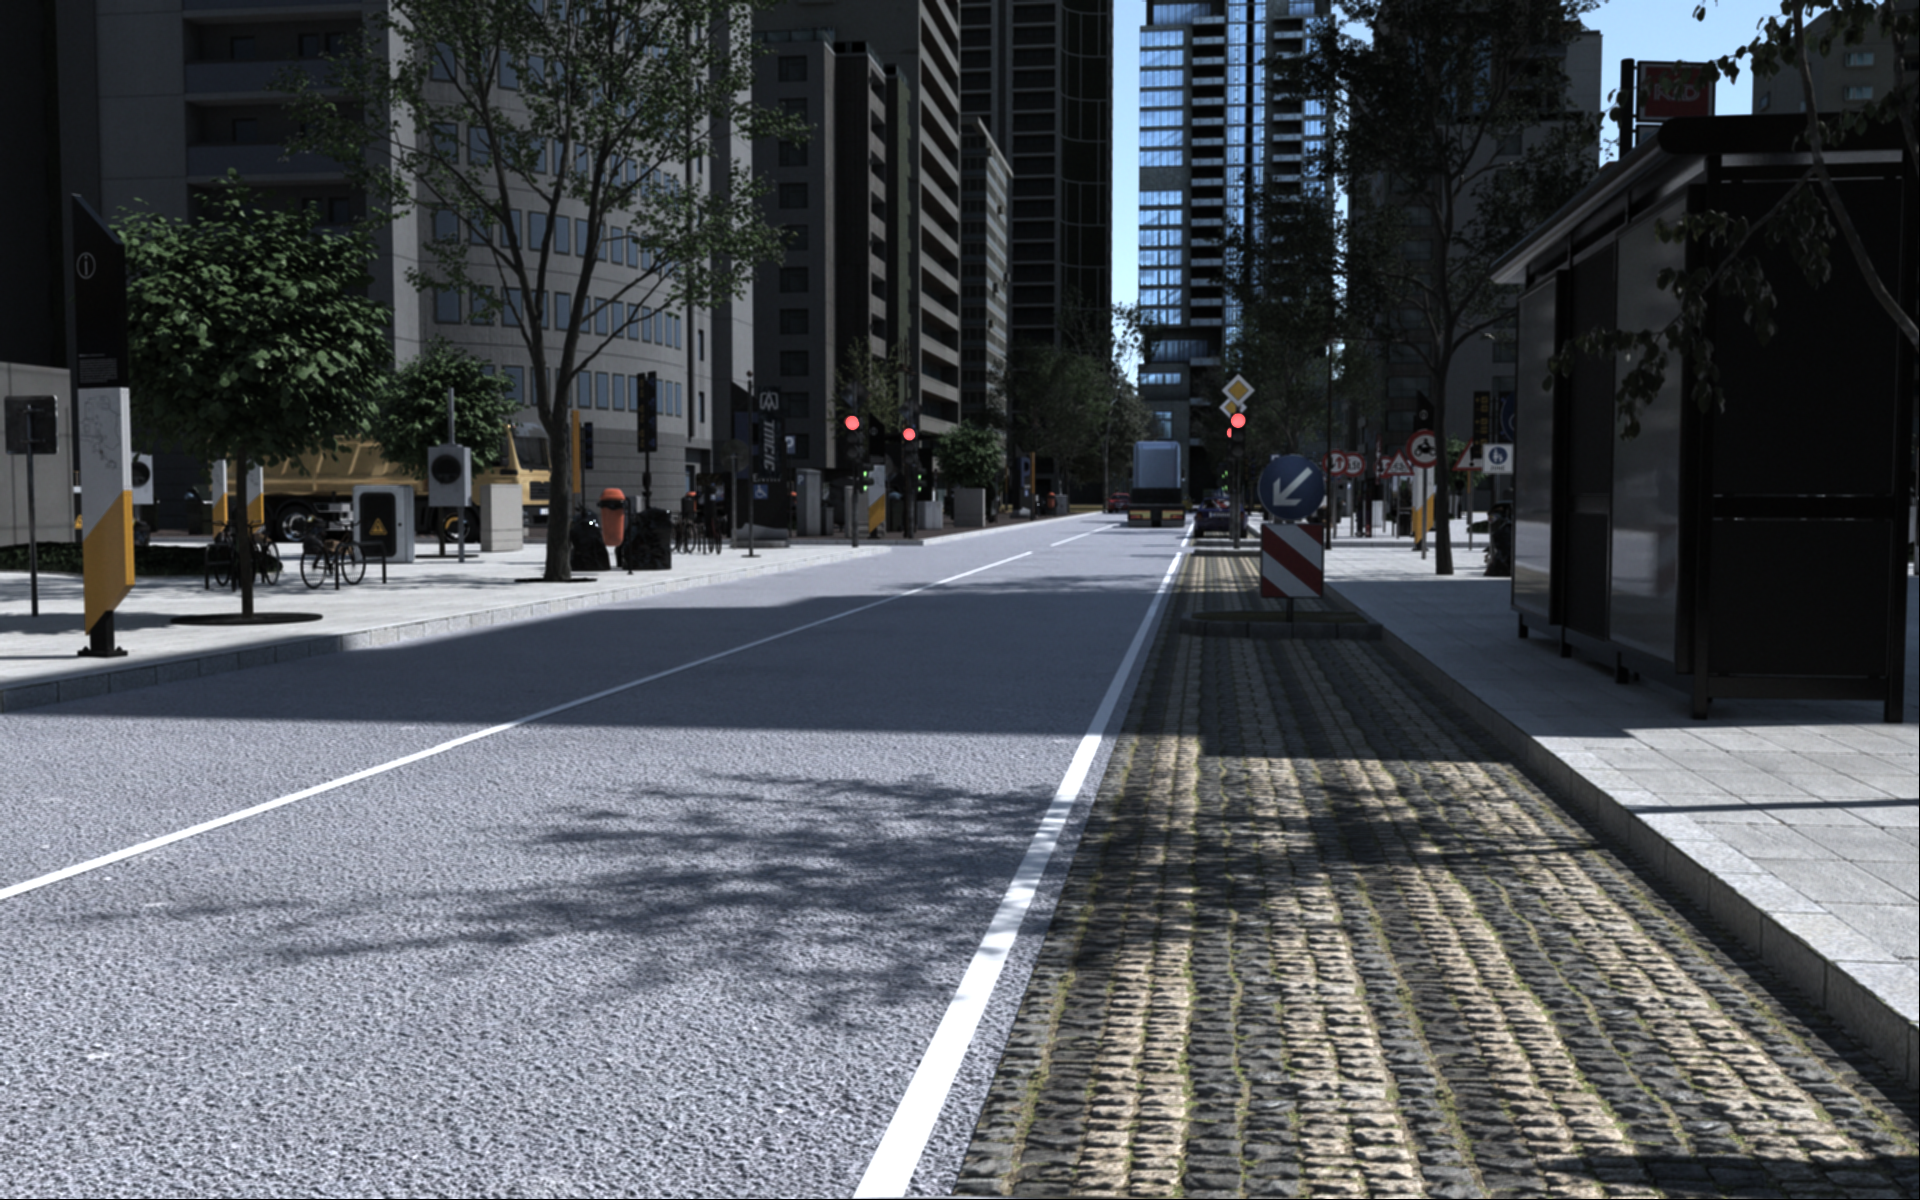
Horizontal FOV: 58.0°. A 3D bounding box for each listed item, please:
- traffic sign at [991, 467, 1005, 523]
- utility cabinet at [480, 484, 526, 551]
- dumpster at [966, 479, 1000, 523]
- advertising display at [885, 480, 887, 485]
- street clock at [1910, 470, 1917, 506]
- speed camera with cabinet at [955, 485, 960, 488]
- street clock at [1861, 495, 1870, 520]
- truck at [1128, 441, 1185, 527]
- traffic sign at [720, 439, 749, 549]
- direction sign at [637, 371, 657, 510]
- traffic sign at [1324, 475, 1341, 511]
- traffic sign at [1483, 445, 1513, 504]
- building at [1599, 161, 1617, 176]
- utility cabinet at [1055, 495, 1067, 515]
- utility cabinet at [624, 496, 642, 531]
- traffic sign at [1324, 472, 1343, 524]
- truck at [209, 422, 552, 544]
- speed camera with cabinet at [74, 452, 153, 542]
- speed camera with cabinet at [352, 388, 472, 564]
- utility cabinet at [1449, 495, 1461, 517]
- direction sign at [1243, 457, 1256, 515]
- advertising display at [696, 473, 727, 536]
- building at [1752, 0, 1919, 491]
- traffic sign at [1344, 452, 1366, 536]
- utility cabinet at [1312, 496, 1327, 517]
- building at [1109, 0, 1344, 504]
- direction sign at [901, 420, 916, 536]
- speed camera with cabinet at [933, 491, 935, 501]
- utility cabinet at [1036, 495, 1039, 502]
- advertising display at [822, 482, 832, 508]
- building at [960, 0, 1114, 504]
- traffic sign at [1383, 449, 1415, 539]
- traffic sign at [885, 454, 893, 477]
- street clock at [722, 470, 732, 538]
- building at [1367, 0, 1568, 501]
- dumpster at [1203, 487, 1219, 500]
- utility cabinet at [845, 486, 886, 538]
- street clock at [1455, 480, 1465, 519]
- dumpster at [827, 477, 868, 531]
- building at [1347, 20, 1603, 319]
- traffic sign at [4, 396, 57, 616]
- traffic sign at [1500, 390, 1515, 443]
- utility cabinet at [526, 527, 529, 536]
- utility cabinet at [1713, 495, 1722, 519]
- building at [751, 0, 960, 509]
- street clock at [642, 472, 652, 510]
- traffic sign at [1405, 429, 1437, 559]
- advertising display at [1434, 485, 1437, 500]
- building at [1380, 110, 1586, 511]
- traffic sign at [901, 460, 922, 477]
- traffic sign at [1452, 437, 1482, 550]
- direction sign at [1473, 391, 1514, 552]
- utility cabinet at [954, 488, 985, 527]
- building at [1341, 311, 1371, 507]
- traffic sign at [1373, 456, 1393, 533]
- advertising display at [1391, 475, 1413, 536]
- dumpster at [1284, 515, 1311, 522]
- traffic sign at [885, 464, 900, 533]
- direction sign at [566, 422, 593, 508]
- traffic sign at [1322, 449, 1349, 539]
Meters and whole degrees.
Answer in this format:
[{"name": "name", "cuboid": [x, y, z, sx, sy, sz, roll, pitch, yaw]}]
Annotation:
[{"name": "traffic sign", "cuboid": [1.596, -4.648, 76.107, 0.768, 2.556, 0.104, 1, 4, 14]}, {"name": "utility cabinet", "cuboid": [-10.240, -1.834, 38.657, 0.318, 1.500, 1.173, 1, 4, 21]}, {"name": "dumpster", "cuboid": [0.950, -4.576, 77.312, 1.502, 2.255, 1.985, 1, 4, 8]}, {"name": "advertising display", "cuboid": [-2.672, -3.441, 61.479, 0.123, 1.923, 0.974, 0, 4, -5]}, {"name": "street clock", "cuboid": [29.135, -2.949, 52.794, 0.358, 2.002, 0.471, 0, 4, 4]}, {"name": "speed camera with cabinet", "cuboid": [0.659, -7.691, 120.080, 2.038, 3.252, 0.660, 1, 4, 21]}, {"name": "street clock", "cuboid": [29.197, -3.137, 55.864, 0.358, 2.002, 0.471, 0, 4, 0]}, {"name": "truck", "cuboid": [9.378, -5.678, 82.601, 2.967, 4.110, 18.799, 0, 4, 6]}, {"name": "traffic sign", "cuboid": [-5.236, -2.451, 40.184, 0.768, 2.556, 0.104, 1, 4, 17]}, {"name": "direction sign", "cuboid": [-5.829, -2.466, 32.310, 0.379, 3.537, 0.876, -2, 4, -32]}, {"name": "traffic sign", "cuboid": [15.876, -4.542, 74.266, 0.884, 2.594, 0.081, 1, 4, 10]}, {"name": "traffic sign", "cuboid": [10.886, -2.018, 35.119, 0.606, 2.300, 0.079, 1, 4, 9]}, {"name": "building", "cuboid": [93.255, -34.495, 218.620, 28.867, 44.769, 22.147, 0, 4, 8]}, {"name": "utility cabinet", "cuboid": [5.976, -5.739, 104.997, 1.020, 1.237, 0.306, 0, 4, -3]}, {"name": "utility cabinet", "cuboid": [-11.667, -3.040, 60.869, 1.020, 1.237, 0.306, 2, 4, 30]}, {"name": "traffic sign", "cuboid": [15.836, -4.486, 73.458, 0.768, 2.556, 0.104, 1, 4, 16]}, {"name": "truck", "cuboid": [-15.141, -3.114, 46.835, 9.791, 3.379, 3.469, 1, 4, 8]}, {"name": "speed camera with cabinet", "cuboid": [-18.763, -2.658, 37.802, 0.660, 3.252, 2.038, 3, 5, 41]}, {"name": "speed camera with cabinet", "cuboid": [-10.135, -2.306, 32.031, 2.038, 3.252, 0.660, 0, 4, -4]}, {"name": "utility cabinet", "cuboid": [27.852, -5.279, 97.479, 0.306, 1.237, 1.020, 0, 4, -8]}, {"name": "direction sign", "cuboid": [17.619, -6.936, 105.399, 0.876, 3.537, 0.379, 3, 5, 44]}, {"name": "advertising display", "cuboid": [-7.700, -2.960, 53.607, 0.974, 1.923, 0.123, 1, 4, 14]}, {"name": "building", "cuboid": [90.244, -33.223, 166.895, 21.600, 48.544, 21.300, 0, 4, 8]}, {"name": "traffic sign", "cuboid": [11.870, -3.197, 52.385, 0.768, 2.556, 0.104, 1, 4, 15]}, {"name": "utility cabinet", "cuboid": [16.785, -4.255, 80.733, 0.306, 1.237, 1.020, 3, 5, 42]}, {"name": "building", "cuboid": [35.196, -55.799, 224.982, 31.000, 86.520, 22.319, 0, 4, 8]}, {"name": "direction sign", "cuboid": [-1.594, -3.764, 53.533, 0.379, 3.537, 0.876, 2, 4, 27]}, {"name": "speed camera with cabinet", "cuboid": [-1.877, -5.468, 83.745, 0.660, 3.252, 2.038, 2, 4, 24]}, {"name": "utility cabinet", "cuboid": [4.663, -6.200, 112.535, 0.306, 1.237, 1.020, 3, 5, 42]}, {"name": "advertising display", "cuboid": [-7.279, -5.471, 94.657, 0.123, 1.923, 0.974, -2, 4, -33]}, {"name": "building", "cuboid": [9.286, -48.326, 228.380, 20.611, 71.187, 20.563, 0, 4, 8]}, {"name": "traffic sign", "cuboid": [12.525, -3.026, 49.473, 0.884, 2.594, 0.081, 1, 4, 16]}, {"name": "traffic sign", "cuboid": [-2.450, -3.252, 53.270, 0.768, 2.556, 0.104, 1, 4, 14]}, {"name": "street clock", "cuboid": [-6.693, -2.813, 50.558, 0.471, 2.002, 0.358, -3, 5, -41]}, {"name": "building", "cuboid": [42.830, -30.465, 148.219, 14.600, 45.320, 14.200, 0, 4, 8]}, {"name": "dumpster", "cuboid": [28.700, -11.789, 197.698, 1.985, 2.255, 1.502, 1, 4, 9]}, {"name": "utility cabinet", "cuboid": [-2.749, -2.555, 50.453, 1.173, 1.500, 0.318, -2, 4, -24]}, {"name": "street clock", "cuboid": [25.567, -5.142, 88.636, 0.471, 2.002, 0.358, 1, 4, 10]}, {"name": "dumpster", "cuboid": [-3.773, -3.254, 58.965, 1.264, 1.857, 1.865, 0, 4, 8]}, {"name": "building", "cuboid": [64.415, -41.531, 221.031, 28.212, 58.520, 21.231, 0, 4, 8]}, {"name": "traffic sign", "cuboid": [-9.693, -0.976, 18.086, 0.606, 2.300, 0.079, 1, 4, 11]}, {"name": "traffic sign", "cuboid": [6.566, -1.205, 19.807, 0.768, 2.556, 0.104, 1, 4, 17]}, {"name": "utility cabinet", "cuboid": [-13.525, -2.644, 51.906, 1.173, 1.500, 0.318, 1, 4, 18]}, {"name": "utility cabinet", "cuboid": [38.668, -4.729, 88.473, 1.020, 1.237, 0.306, 3, 4, 36]}, {"name": "building", "cuboid": [-12.016, -31.411, 137.264, 21.300, 48.544, 21.600, 0, 4, 8]}, {"name": "street clock", "cuboid": [-10.336, -3.218, 57.188, 0.358, 2.002, 0.471, 0, 4, -3]}, {"name": "traffic sign", "cuboid": [9.144, -2.077, 34.066, 0.768, 2.556, 0.104, 1, 4, 16]}, {"name": "advertising display", "cuboid": [30.498, -6.419, 110.161, 0.123, 1.923, 0.974, -3, 5, -41]}, {"name": "building", "cuboid": [39.860, -22.204, 134.741, 14.160, 30.474, 14.107, 0, 4, 8]}, {"name": "traffic sign", "cuboid": [-1.695, -3.664, 60.010, 0.768, 2.556, 0.104, 1, 4, 17]}, {"name": "traffic sign", "cuboid": [11.649, -2.413, 39.456, 0.884, 2.594, 0.081, 1, 4, 17]}, {"name": "direction sign", "cuboid": [11.737, -2.823, 38.152, 0.876, 3.537, 0.379, 0, 4, 6]}, {"name": "utility cabinet", "cuboid": [0.369, -3.554, 66.787, 1.173, 1.500, 0.318, 1, 4, 16]}, {"name": "building", "cuboid": [52.532, -19.832, 169.292, 27.650, 21.520, 28.899, 0, 4, 8]}, {"name": "traffic sign", "cuboid": [14.127, -3.516, 57.594, 0.768, 2.556, 0.104, 1, 4, 12]}, {"name": "advertising display", "cuboid": [13.605, -2.915, 52.873, 0.123, 1.923, 0.974, -3, 5, -44]}, {"name": "dumpster", "cuboid": [15.240, -4.413, 77.917, 1.264, 1.857, 1.865, 1, 4, 8]}, {"name": "traffic sign", "cuboid": [-2.352, -3.413, 56.984, 0.795, 2.450, 0.064, 1, 4, 9]}, {"name": "direction sign", "cuboid": [-11.925, -3.843, 54.822, 0.876, 3.537, 0.379, 2, 4, 35]}, {"name": "traffic sign", "cuboid": [10.697, -3.014, 49.390, 0.768, 2.556, 0.104, 1, 4, 15]}]
